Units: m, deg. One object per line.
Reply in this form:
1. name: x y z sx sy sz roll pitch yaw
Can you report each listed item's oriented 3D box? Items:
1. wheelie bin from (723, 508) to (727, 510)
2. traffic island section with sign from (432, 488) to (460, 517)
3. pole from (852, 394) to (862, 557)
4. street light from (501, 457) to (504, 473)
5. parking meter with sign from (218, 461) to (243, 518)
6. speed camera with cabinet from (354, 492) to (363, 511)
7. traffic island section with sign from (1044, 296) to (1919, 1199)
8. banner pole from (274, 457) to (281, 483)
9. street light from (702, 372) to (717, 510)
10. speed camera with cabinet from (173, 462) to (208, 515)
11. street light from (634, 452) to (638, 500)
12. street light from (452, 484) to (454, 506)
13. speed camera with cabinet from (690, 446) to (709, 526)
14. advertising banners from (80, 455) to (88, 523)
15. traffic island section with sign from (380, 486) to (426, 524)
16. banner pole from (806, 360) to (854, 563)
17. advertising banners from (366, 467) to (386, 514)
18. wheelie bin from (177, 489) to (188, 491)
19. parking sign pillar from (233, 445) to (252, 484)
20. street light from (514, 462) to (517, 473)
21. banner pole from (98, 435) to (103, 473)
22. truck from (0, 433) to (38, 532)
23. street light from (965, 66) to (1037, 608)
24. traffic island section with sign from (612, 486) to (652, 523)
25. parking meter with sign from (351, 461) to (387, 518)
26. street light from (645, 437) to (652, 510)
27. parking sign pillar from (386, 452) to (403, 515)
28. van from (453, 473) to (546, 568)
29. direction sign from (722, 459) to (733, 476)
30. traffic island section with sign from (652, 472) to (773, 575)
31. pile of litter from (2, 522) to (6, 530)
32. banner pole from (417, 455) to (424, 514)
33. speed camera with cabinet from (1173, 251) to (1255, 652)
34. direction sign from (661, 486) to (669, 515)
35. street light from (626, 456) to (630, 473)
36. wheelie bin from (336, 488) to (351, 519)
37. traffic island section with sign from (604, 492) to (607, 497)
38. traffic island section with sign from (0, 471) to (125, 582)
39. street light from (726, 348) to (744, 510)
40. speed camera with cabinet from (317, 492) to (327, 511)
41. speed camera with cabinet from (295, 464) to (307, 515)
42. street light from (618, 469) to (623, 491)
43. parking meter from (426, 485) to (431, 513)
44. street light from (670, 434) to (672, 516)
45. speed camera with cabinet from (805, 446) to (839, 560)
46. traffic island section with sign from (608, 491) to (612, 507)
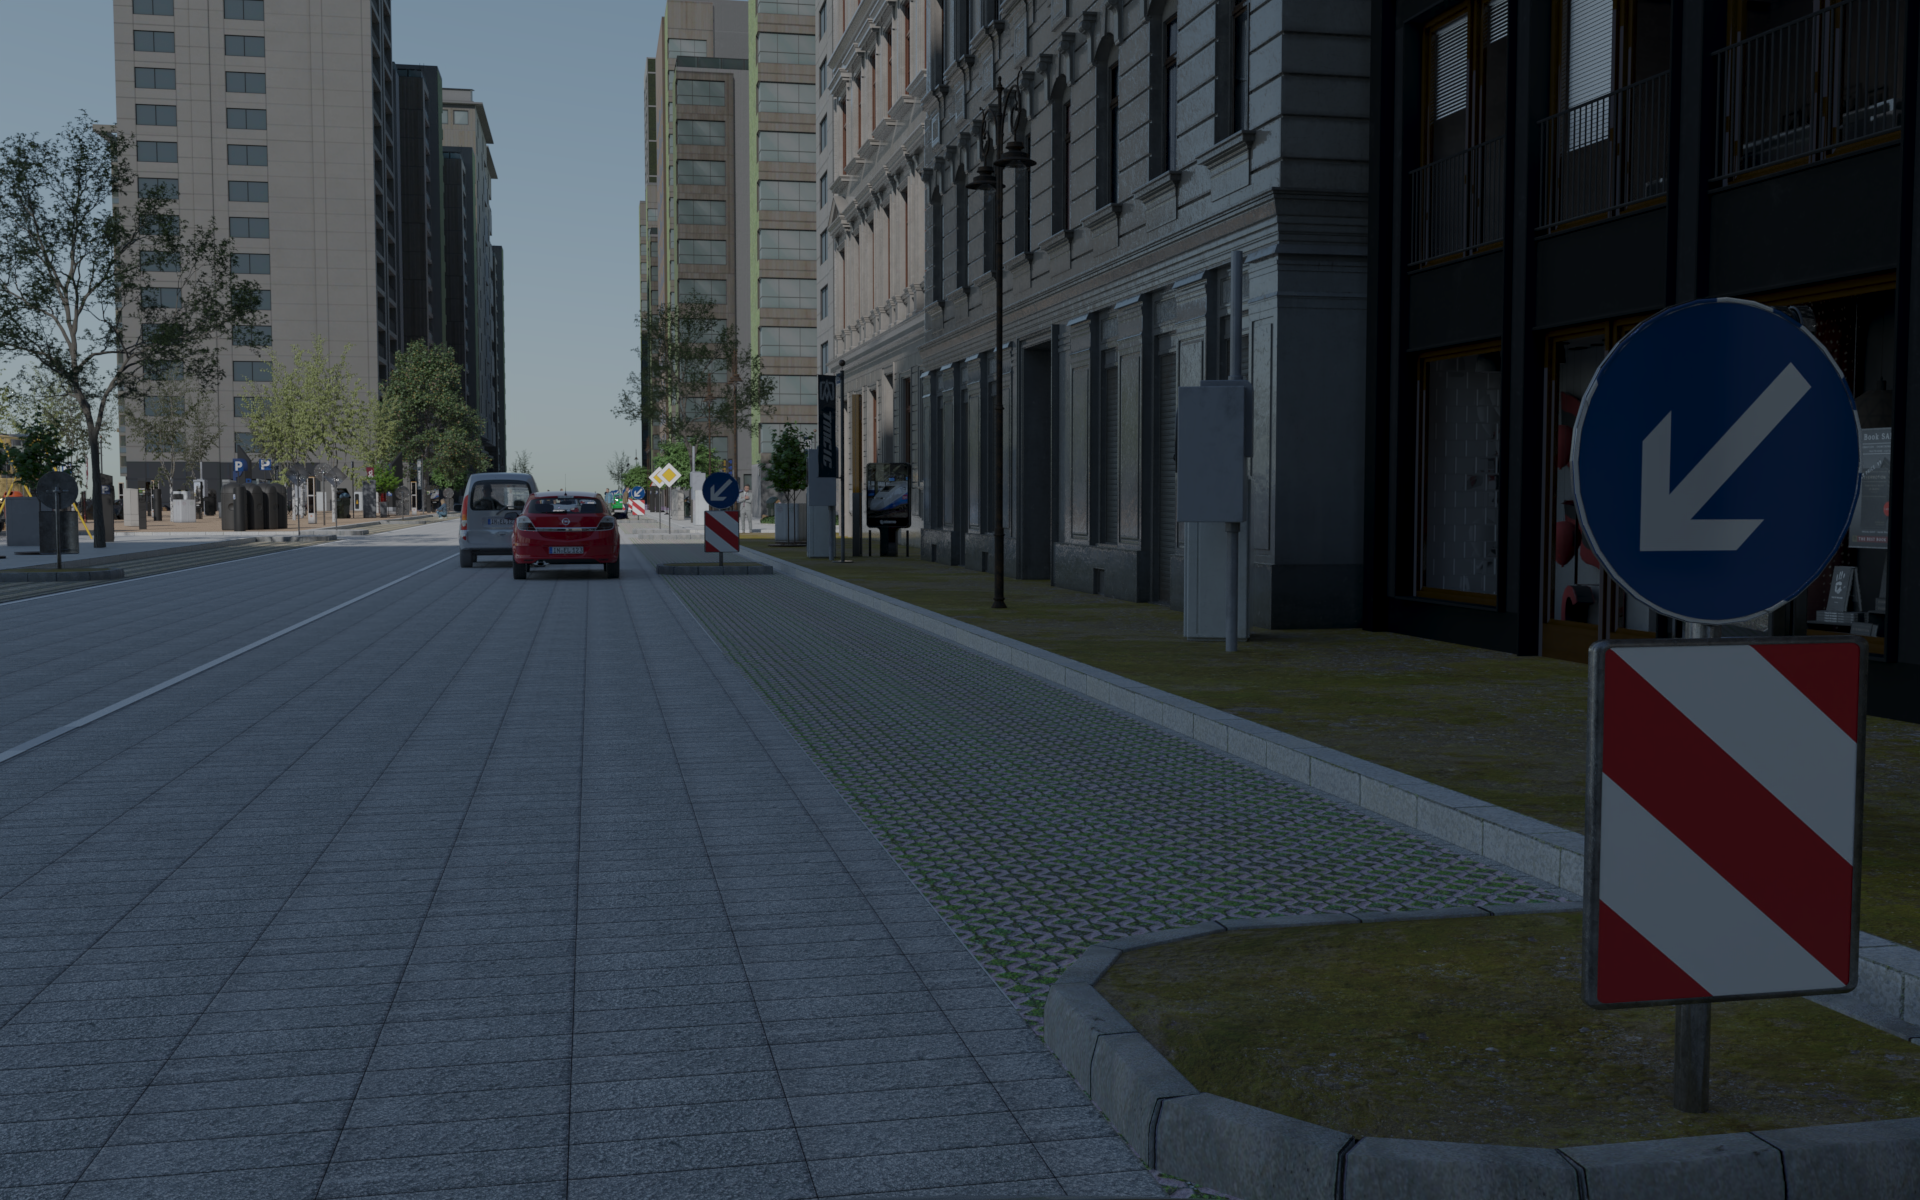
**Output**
1. wheelie bin: -14.724 -6.076 107.247 0.980 1.594 0.693 0 4 0
2. traffic island section with sign: -32.393 -6.190 109.835 1.989 1.847 2.006 -1 4 -12
3. pole: -2.106 -2.546 35.474 0.158 3.312 0.155 0 3 0
4. street light: -57.435 -14.972 217.575 0.468 5.910 1.993 -1 4 -12
5. parking meter with sign: -38.533 -5.818 91.387 1.738 3.016 0.543 2 4 35
6. speed camera with cabinet: -45.551 -8.441 132.340 2.038 3.252 0.660 3 5 43
7. traffic island section with sign: 1.279 0.268 4.250 1.989 1.847 2.006 -1 4 -12
8. banner pole: -41.936 -7.130 106.585 0.401 3.779 0.863 1 4 9
9. street light: -9.453 -5.666 65.422 0.468 5.910 1.993 -1 4 -12
10. speed camera with cabinet: -47.296 -6.847 106.289 2.038 3.252 0.660 0 4 -2
11. street light: -32.991 -12.463 176.564 0.468 5.910 1.993 -1 4 -12
12. street light: -40.238 -10.065 137.348 0.468 5.910 1.993 -1 4 -12
13. speed camera with cabinet: -10.655 -4.688 70.989 0.660 3.252 2.038 -1 4 -14
14. advertising banners: -39.245 -4.981 77.634 0.090 3.025 2.074 -2 4 -35
15. traffic island section with sign: -26.656 -4.545 82.934 1.989 1.847 2.006 -1 4 -12
16. banner pole: -2.346 -2.577 32.156 0.401 3.779 0.863 3 5 41
17. advertising banners: -37.808 -7.171 113.430 2.074 3.025 0.090 -2 4 -29
18. wheelie bin: -50.497 -6.403 112.598 0.980 1.594 0.693 -1 4 -18
19. parking sign pillar: -38.997 -6.463 94.150 1.447 3.967 1.447 3 5 41
20. street light: -64.795 -17.111 252.559 0.468 5.910 1.993 -1 4 -12
21. banner pole: -36.530 -5.108 73.535 0.401 3.779 0.863 0 4 -3
22. truck: -33.262 -3.564 54.198 9.791 3.379 3.469 -1 4 -12
23. street light: 0.441 -2.846 19.323 0.468 5.910 1.993 -1 4 -12
24. traffic island section with sign: -16.051 -4.716 85.732 1.989 1.847 2.006 -1 4 -12
25. parking meter with sign: -31.550 -5.887 92.515 1.738 3.016 0.543 -2 4 -24
26. street light: -25.539 -10.325 141.599 0.468 5.910 1.993 -1 4 -12
27. parking sign pillar: -35.638 -7.382 109.168 1.447 3.967 1.447 1 4 13
28. van: -9.286 -1.727 35.243 2.013 2.044 4.112 -1 4 -14
29. direction sign: -14.866 -7.260 110.705 0.876 3.537 0.379 2 4 35
30. traffic island section with sign: -4.485 -1.390 31.353 1.989 1.847 2.006 -1 4 -12
31. pile of litter: -35.881 -3.228 66.749 1.719 0.858 1.176 -2 4 -35
32. banner pole: -34.314 -7.353 110.232 0.863 3.779 0.401 3 5 42
33. speed camera with cabinet: 2.211 -1.258 14.909 0.660 3.252 2.038 1 4 12
34. direction sign: -20.833 -7.914 121.396 0.379 3.537 0.876 -2 4 -28
35. street light: -42.851 -15.314 223.164 0.468 5.910 1.993 -1 4 -12
36. wheelie bin: -32.302 -5.057 90.596 0.980 1.594 0.693 1 4 22
37. traffic island section with sign: -31.963 -9.292 160.545 1.989 1.847 2.006 -1 4 -12
38. traffic island section with sign: -15.199 -1.245 28.987 1.989 1.847 2.006 -1 4 -12
39. street light: -7.139 -5.028 54.992 0.468 5.910 1.993 -1 4 -12
40. speed camera with cabinet: -48.491 -8.265 129.468 2.038 3.252 0.660 -3 4 -37
41. speed camera with cabinet: -40.361 -6.819 105.818 0.660 3.252 2.038 -1 4 -14
42. street light: -50.345 -17.452 258.120 0.468 5.910 1.993 -1 4 -12
43. parking meter: -36.058 -6.838 117.516 0.255 1.863 0.399 -1 4 -17
44. street light: -16.833 -7.849 101.121 0.468 5.910 1.993 -1 4 -12
45. speed camera with cabinet: -2.752 -2.445 34.308 0.660 3.252 2.038 0 4 -6
46. traffic island section with sign: -21.653 -6.329 112.101 1.989 1.847 2.006 -1 4 -12
